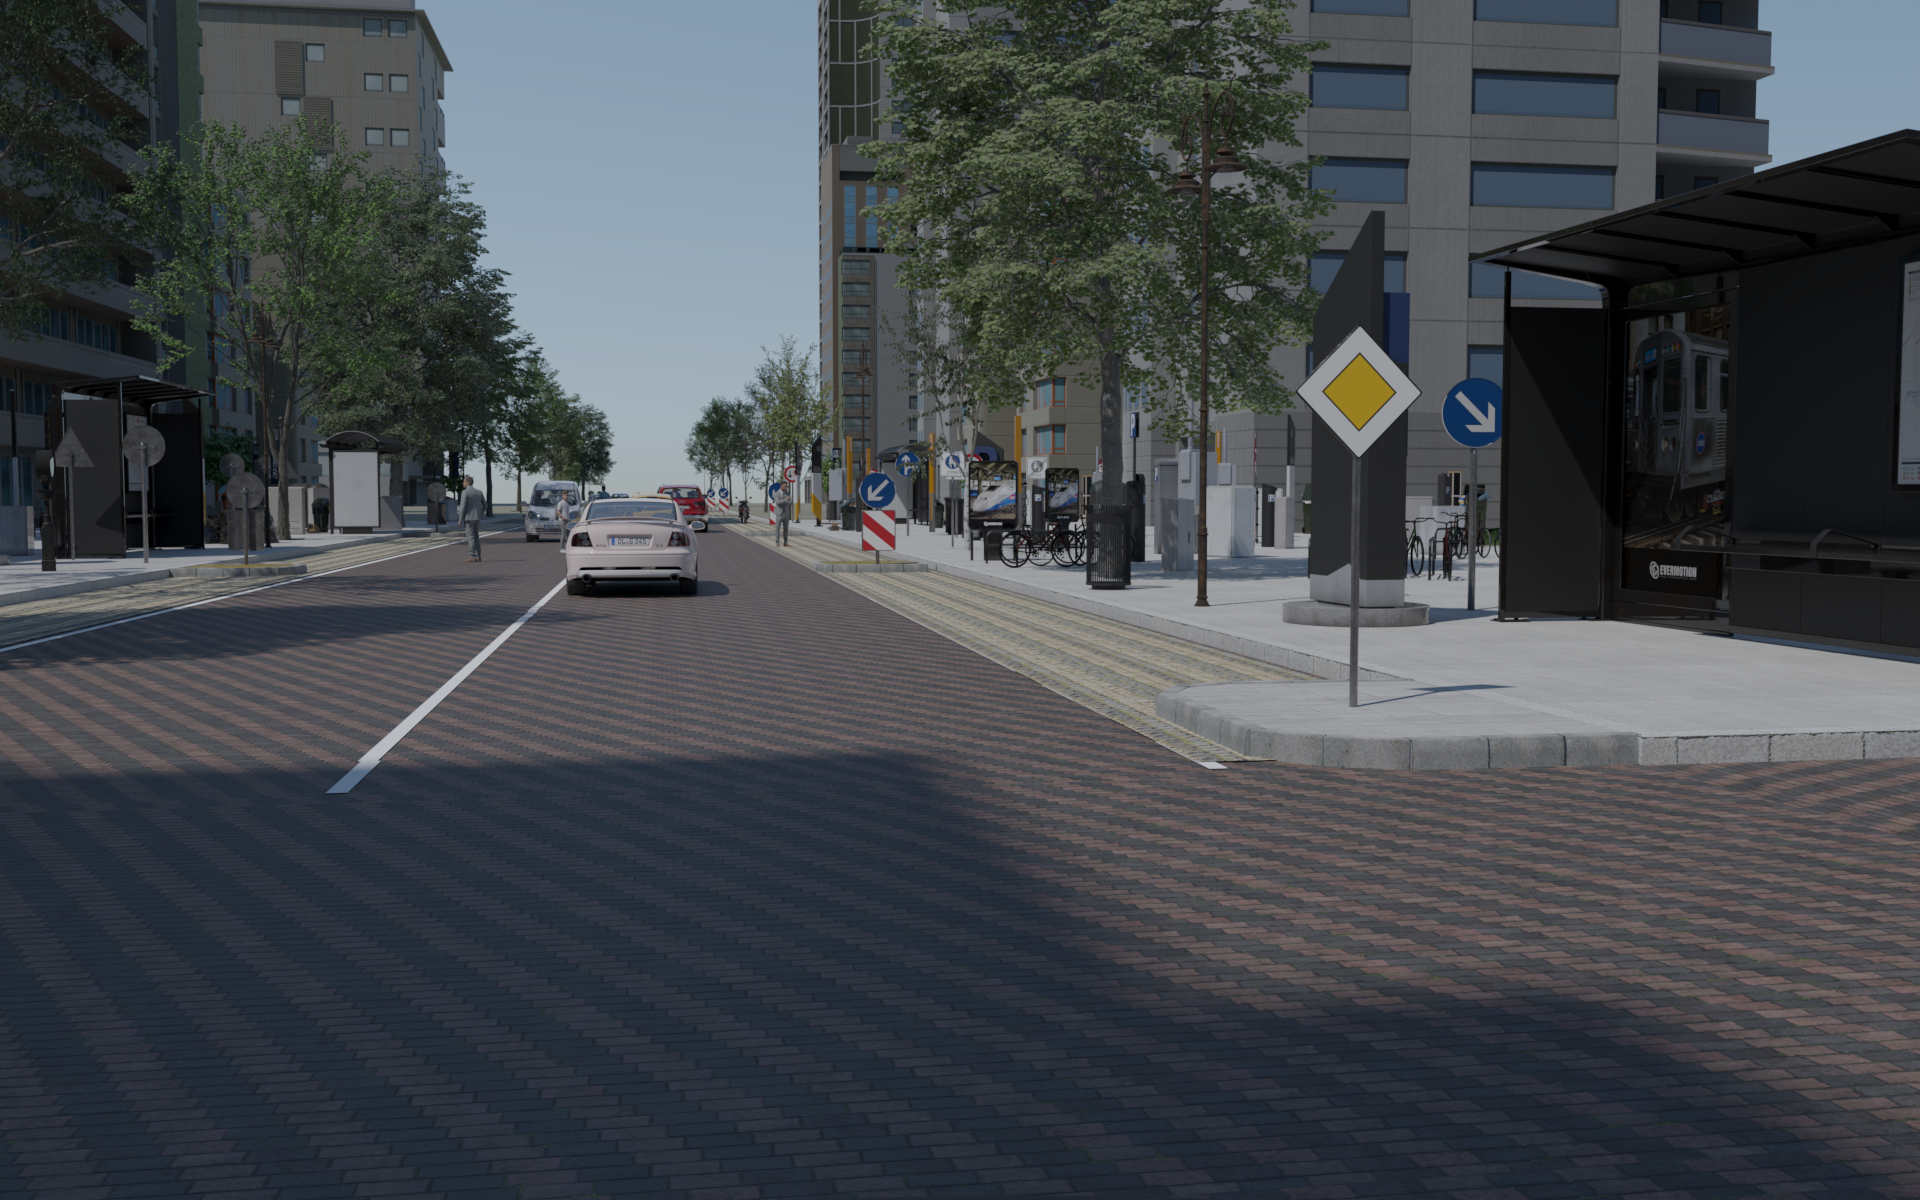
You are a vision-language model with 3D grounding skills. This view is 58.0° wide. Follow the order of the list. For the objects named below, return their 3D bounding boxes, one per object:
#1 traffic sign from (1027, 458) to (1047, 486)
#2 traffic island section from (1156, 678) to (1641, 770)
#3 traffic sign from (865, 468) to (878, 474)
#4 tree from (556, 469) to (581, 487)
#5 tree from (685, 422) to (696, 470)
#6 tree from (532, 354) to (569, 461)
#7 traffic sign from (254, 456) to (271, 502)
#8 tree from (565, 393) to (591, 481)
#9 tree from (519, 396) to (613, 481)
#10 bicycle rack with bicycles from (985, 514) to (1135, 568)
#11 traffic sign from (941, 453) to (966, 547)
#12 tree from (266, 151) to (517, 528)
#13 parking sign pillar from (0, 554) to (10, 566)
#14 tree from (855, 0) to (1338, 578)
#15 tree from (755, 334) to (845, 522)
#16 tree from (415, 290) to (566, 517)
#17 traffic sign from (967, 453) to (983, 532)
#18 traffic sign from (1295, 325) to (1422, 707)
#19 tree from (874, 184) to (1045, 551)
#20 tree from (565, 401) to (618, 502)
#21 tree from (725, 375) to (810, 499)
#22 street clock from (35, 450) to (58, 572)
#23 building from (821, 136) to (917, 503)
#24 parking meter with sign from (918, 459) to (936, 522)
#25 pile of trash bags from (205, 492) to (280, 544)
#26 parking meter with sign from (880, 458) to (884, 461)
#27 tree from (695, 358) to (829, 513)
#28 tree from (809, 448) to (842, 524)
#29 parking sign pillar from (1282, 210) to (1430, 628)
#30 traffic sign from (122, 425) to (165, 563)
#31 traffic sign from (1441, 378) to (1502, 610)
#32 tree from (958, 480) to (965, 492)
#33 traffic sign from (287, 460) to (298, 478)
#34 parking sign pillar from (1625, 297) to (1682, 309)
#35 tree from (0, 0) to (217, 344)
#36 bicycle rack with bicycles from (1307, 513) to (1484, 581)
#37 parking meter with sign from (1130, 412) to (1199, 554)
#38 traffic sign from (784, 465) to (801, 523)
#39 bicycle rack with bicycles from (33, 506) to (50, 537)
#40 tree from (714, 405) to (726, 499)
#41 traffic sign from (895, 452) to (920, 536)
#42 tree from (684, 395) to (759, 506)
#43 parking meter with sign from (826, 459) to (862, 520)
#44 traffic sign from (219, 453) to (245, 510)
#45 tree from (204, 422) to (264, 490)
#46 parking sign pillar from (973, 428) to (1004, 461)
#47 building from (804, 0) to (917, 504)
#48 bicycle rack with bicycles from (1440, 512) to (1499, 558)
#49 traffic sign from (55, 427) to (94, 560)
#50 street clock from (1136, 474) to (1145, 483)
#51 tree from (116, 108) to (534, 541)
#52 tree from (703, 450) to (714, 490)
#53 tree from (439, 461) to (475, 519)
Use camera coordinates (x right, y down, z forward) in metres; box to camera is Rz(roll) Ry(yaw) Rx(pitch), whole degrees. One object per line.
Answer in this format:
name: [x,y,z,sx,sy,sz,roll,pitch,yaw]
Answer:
traffic sign: [2.162,-2.849,48.710,0.606,2.300,0.079,-1,4,-10]
traffic island section: [2.389,0.724,10.451,2.009,0.180,2.903,-1,4,-10]
traffic sign: [-4.380,-5.250,85.943,0.768,2.556,0.104,-1,4,-10]
tree: [-41.114,-12.057,180.840,4.285,4.588,4.351,0,3,0]
tree: [-23.446,-14.411,170.037,7.601,10.594,8.767,-1,4,-16]
tree: [-32.263,-12.300,126.854,9.928,11.665,9.643,0,3,0]
traffic sign: [-23.370,-3.558,58.283,0.768,2.556,0.104,0,4,-3]
tree: [-40.604,-15.565,172.610,7.486,12.596,7.792,0,3,0]
tree: [-37.290,-13.683,158.136,8.767,10.594,7.601,2,4,30]
bicycle rack with bicycles: [1.778,-1.093,31.257,2.925,0.926,2.852,-1,4,-15]
traffic sign: [-0.178,-2.433,41.914,0.606,2.300,0.079,0,4,-3]
tree: [-21.544,-9.726,65.673,9.857,13.997,8.962,0,3,0]
parking sign pillar: [-17.835,-2.595,30.901,1.447,3.967,1.447,0,4,0]
tree: [1.901,-6.617,26.321,7.486,12.596,7.792,0,3,0]
tree: [-7.353,-7.883,79.245,4.737,8.622,4.395,0,3,0]
tree: [-26.849,-10.932,96.867,7.486,12.596,7.792,0,3,0]
traffic sign: [0.352,-3.303,54.106,0.768,2.556,0.104,0,4,-7]
traffic sign: [2.367,-0.411,10.370,0.795,2.450,0.064,-1,4,-10]
tree: [0.114,-5.443,39.359,4.360,8.622,3.978,0,3,0]
tree: [-51.941,-20.304,238.629,9.857,13.997,8.962,0,3,0]
tree: [-10.950,-9.400,104.051,4.360,8.622,3.978,0,3,0]
street clock: [-15.130,-1.476,28.705,0.358,2.002,0.471,-1,4,-17]
building: [-9.816,-34.713,217.664,14.600,45.320,14.200,-1,4,-10]
parking meter with sign: [-1.555,-5.074,79.226,0.543,3.016,1.738,1,4,11]
pile of trash bags: [-19.494,-2.166,45.173,3.447,1.369,1.912,1,4,21]
parking meter with sign: [-3.425,-5.225,81.682,0.543,3.016,1.738,-1,4,-9]
tree: [-13.435,-11.320,119.498,8.767,10.594,7.601,-1,4,-11]
tree: [-5.668,-4.834,73.635,1.663,3.219,1.824,0,3,0]
parking sign pillar: [3.959,-1.759,17.227,1.447,3.967,1.447,-1,4,-13]
traffic sign: [-15.121,-1.957,32.102,0.768,2.556,0.104,0,4,-4]
traffic sign: [5.645,-1.159,19.051,0.768,2.556,0.104,0,4,-2]
tree: [0.599,-5.478,84.166,1.663,3.219,1.824,0,3,0]
traffic sign: [-22.976,-3.606,58.966,0.884,2.594,0.081,-1,4,-8]
parking sign pillar: [7.782,-1.909,19.681,1.447,3.967,1.447,-1,4,-17]
tree: [-14.281,-5.455,23.597,8.767,10.594,7.601,0,4,3]
bicycle rack with bicycles: [6.577,-0.830,26.954,2.852,0.926,2.925,1,4,18]
parking meter with sign: [4.538,-2.492,37.002,1.738,3.016,0.543,0,4,-6]
traffic sign: [-7.415,-4.691,76.800,0.768,2.556,0.104,0,4,-1]
bicycle rack with bicycles: [-27.782,-2.262,50.361,2.852,0.926,2.925,-2,4,-25]
tree: [-16.207,-11.043,130.915,4.360,8.622,3.978,0,3,0]
traffic sign: [-1.584,-3.219,52.738,0.768,2.556,0.104,0,4,-4]
tree: [-24.325,-15.689,182.268,9.928,11.665,9.643,0,3,0]
parking meter with sign: [-5.735,-5.456,85.468,1.738,3.016,0.543,0,4,1]
traffic sign: [-22.794,-3.312,54.253,0.768,2.556,0.104,0,4,-5]
tree: [-33.298,-5.817,78.822,4.285,4.588,4.351,0,3,0]
parking sign pillar: [1.111,-5.011,70.398,1.447,3.967,1.447,1,4,21]
building: [-10.196,-48.697,234.440,20.563,71.187,20.611,-1,4,-10]
bicycle rack with bicycles: [10.410,-1.266,34.083,2.925,0.926,2.852,-3,5,-42]
traffic sign: [-17.213,-2.052,33.547,0.884,2.594,0.081,0,4,0]
street clock: [6.361,-3.482,61.500,0.358,2.002,0.471,-1,4,-22]
tree: [-18.871,-7.461,47.747,9.928,11.665,9.643,0,3,0]
tree: [-28.149,-15.415,202.390,4.360,8.622,3.978,0,3,0]
tree: [-25.825,-5.733,88.334,1.663,3.219,1.824,0,3,0]
